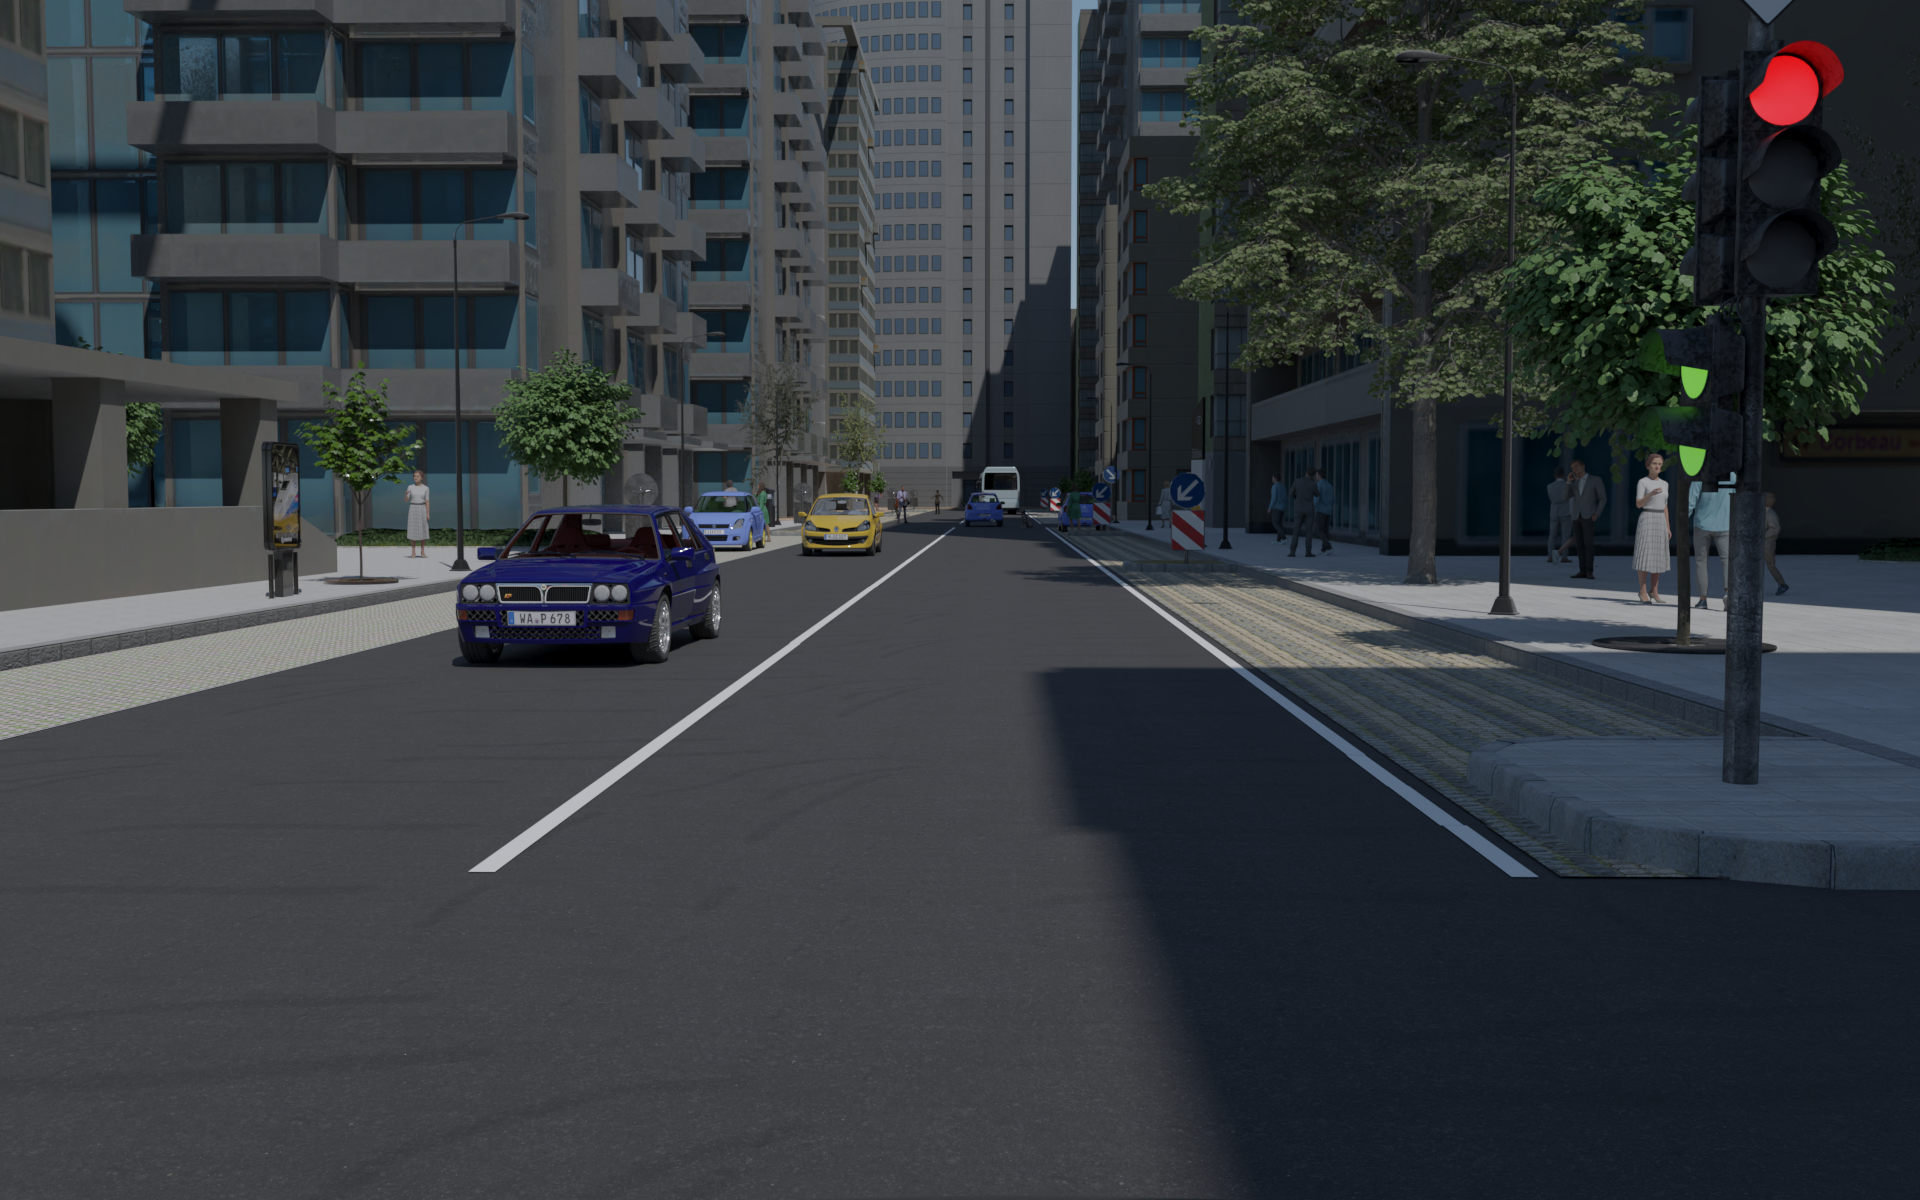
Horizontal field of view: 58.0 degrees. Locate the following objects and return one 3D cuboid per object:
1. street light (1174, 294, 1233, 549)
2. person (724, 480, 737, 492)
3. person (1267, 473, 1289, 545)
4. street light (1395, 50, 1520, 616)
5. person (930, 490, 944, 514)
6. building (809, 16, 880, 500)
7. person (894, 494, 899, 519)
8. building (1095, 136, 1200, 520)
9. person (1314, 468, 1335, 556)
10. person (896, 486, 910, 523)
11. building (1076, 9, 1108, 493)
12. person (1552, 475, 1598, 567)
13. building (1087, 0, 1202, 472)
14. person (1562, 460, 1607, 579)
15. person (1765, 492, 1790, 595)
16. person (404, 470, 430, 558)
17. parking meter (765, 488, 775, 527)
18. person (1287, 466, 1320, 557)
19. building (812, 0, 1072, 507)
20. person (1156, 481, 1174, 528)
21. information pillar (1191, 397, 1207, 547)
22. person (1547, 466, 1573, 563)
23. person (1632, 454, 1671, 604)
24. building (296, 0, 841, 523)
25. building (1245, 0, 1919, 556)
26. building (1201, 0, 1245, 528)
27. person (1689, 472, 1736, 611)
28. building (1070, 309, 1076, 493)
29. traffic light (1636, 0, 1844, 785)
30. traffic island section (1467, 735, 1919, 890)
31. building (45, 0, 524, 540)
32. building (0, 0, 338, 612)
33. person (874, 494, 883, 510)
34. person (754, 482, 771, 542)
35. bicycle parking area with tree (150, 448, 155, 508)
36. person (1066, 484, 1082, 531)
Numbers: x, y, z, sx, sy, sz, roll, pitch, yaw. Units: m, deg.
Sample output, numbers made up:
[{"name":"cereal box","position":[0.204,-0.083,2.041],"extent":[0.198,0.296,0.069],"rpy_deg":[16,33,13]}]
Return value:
[{"name":"street light","position":[5.647,-4.139,40.217],"extent":[1.470,5.913,1.316],"rpy_deg":[0,4,1]},{"name":"person","position":[-8.091,-3.363,61.385],"extent":[0.716,1.782,0.532],"rpy_deg":[-2,4,-35]},{"name":"person","position":[8.146,-2.328,44.119],"extent":[0.620,1.820,0.660],"rpy_deg":[3,4,37]},{"name":"street light","position":[5.253,-2.798,18.293],"extent":[1.470,5.913,1.316],"rpy_deg":[0,4,1]},{"name":"person","position":[-1.638,-6.909,122.171],"extent":[1.217,1.735,0.721],"rpy_deg":[-2,4,-35]},{"name":"building","position":[-18.961,-27.515,141.754],"extent":[23.993,40.220,32.217],"rpy_deg":[0,4,1]},{"name":"person","position":[-3.657,-5.376,99.664],"extent":[0.557,1.426,1.065],"rpy_deg":[-1,4,-9]},{"name":"building","position":[22.324,-15.471,97.995],"extent":[27.650,21.520,28.899],"rpy_deg":[0,4,1]},{"name":"person","position":[7.631,-1.846,36.247],"extent":[0.620,1.820,0.660],"rpy_deg":[3,5,43]},{"name":"person","position":[-2.760,-4.643,84.284],"extent":[0.709,1.838,0.599],"rpy_deg":[-1,4,-22]},{"name":"building","position":[17.056,-28.536,150.162],"extent":[14.154,41.232,14.086],"rpy_deg":[0,4,1]},{"name":"person","position":[10.866,-1.453,30.551],"extent":[0.760,1.731,0.466],"rpy_deg":[1,4,9]},{"name":"building","position":[21.573,-31.025,126.860],"extent":[23.786,49.044,30.456],"rpy_deg":[0,4,1]},{"name":"person","position":[9.462,-1.227,26.281],"extent":[0.473,1.802,0.592],"rpy_deg":[-2,4,-25]},{"name":"person","position":[10.206,-0.709,21.909],"extent":[0.640,1.303,0.475],"rpy_deg":[-1,4,-9]},{"name":"person","position":[-10.850,-1.714,34.631],"extent":[0.480,1.755,0.524],"rpy_deg":[-1,4,-21]},{"name":"parking meter","position":[-7.336,-3.582,66.982],"extent":[0.372,1.533,0.369],"rpy_deg":[0,3,0]},{"name":"person","position":[7.009,-1.804,35.338],"extent":[0.655,1.846,0.447],"rpy_deg":[1,4,18]},{"name":"building","position":[-3.060,-38.837,176.987],"extent":[28.212,58.520,21.231],"rpy_deg":[0,4,1]},{"name":"person","position":[7.726,-3.579,64.915],"extent":[0.694,1.780,0.624],"rpy_deg":[0,4,-1]},{"name":"information pillar","position":[5.790,-3.101,42.054],"extent":[0.183,3.616,0.504],"rpy_deg":[-2,4,-26]},{"name":"person","position":[11.281,-1.607,32.491],"extent":[0.511,1.800,0.466],"rpy_deg":[2,4,24]},{"name":"person","position":[8.155,-0.836,20.278],"extent":[0.480,1.755,0.524],"rpy_deg":[-1,4,-21]},{"name":"building","position":[-19.435,-29.249,97.830],"extent":[23.786,49.044,30.456],"rpy_deg":[0,4,1]},{"name":"building","position":[19.762,-25.745,44.625],"extent":[21.300,48.544,21.600],"rpy_deg":[0,4,1]},{"name":"building","position":[16.701,-23.677,70.722],"extent":[14.154,41.232,14.086],"rpy_deg":[0,4,1]},{"name":"person","position":[8.296,-0.809,19.125],"extent":[0.638,1.841,0.748],"rpy_deg":[1,4,14]},{"name":"building","position":[25.989,-20.570,181.360],"extent":[28.899,21.520,27.650],"rpy_deg":[0,4,1]},{"name":"traffic light","position":[3.456,-1.142,7.598],"extent":[0.839,4.253,0.868],"rpy_deg":[0,4,1]},{"name":"traffic island section","position":[3.495,0.891,7.711],"extent":[2.009,0.180,2.903],"rpy_deg":[0,4,1]},{"name":"building","position":[-21.392,-26.949,60.233],"extent":[23.786,49.044,30.456],"rpy_deg":[0,4,1]},{"name":"building","position":[-26.485,-20.109,20.662],"extent":[32.217,40.220,23.993],"rpy_deg":[0,4,1]},{"name":"person","position":[-6.564,-7.951,139.267],"extent":[0.697,1.427,0.421],"rpy_deg":[0,4,4]},{"name":"person","position":[-5.858,-2.603,51.313],"extent":[0.529,1.795,0.600],"rpy_deg":[0,4,-8]},{"name":"bicycle parking area with tree","position":[-21.025,-3.387,42.372],"extent":[9.016,4.147,8.231],"rpy_deg":[1,4,11]},{"name":"person","position":[4.128,-3.281,62.389],"extent":[0.600,1.795,0.529],"rpy_deg":[-2,4,-34]}]
